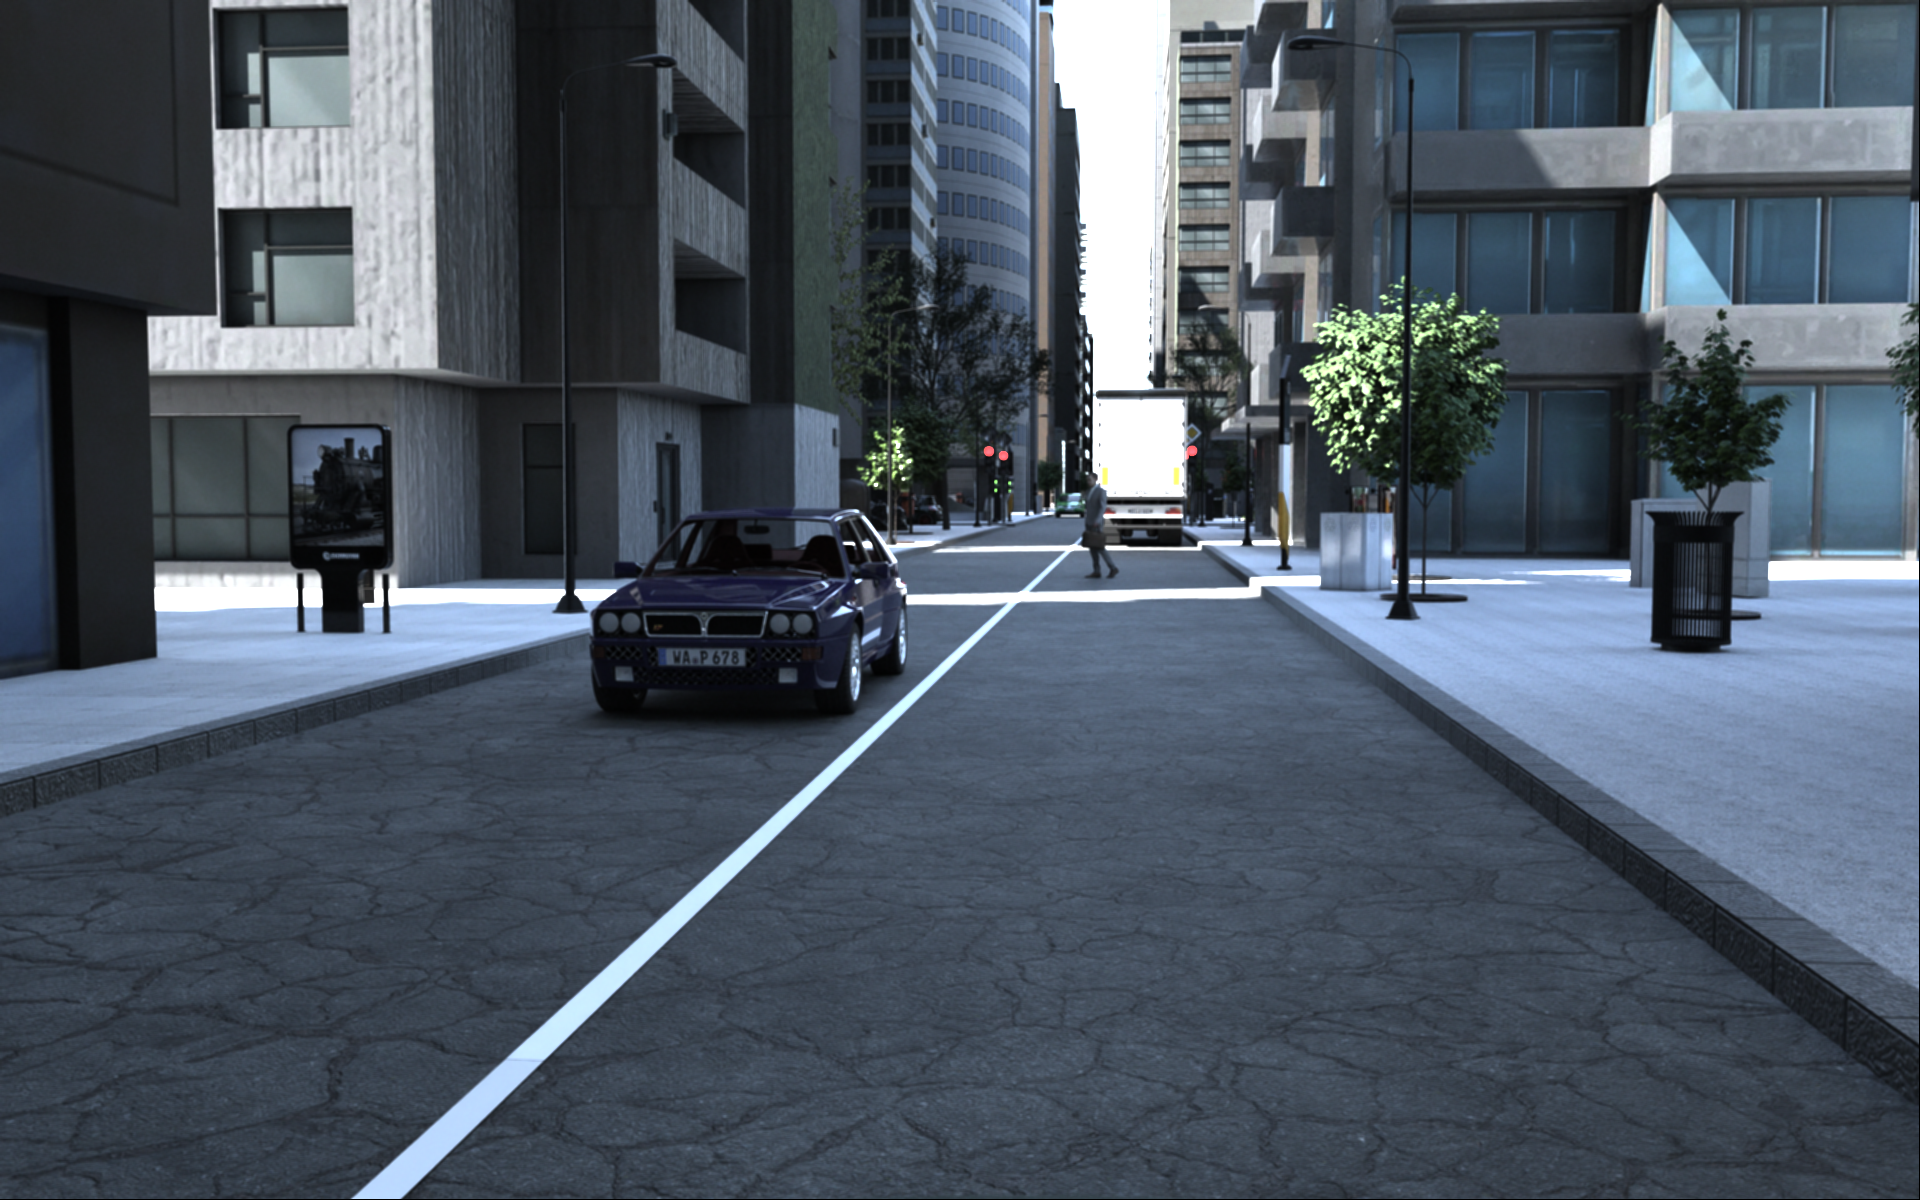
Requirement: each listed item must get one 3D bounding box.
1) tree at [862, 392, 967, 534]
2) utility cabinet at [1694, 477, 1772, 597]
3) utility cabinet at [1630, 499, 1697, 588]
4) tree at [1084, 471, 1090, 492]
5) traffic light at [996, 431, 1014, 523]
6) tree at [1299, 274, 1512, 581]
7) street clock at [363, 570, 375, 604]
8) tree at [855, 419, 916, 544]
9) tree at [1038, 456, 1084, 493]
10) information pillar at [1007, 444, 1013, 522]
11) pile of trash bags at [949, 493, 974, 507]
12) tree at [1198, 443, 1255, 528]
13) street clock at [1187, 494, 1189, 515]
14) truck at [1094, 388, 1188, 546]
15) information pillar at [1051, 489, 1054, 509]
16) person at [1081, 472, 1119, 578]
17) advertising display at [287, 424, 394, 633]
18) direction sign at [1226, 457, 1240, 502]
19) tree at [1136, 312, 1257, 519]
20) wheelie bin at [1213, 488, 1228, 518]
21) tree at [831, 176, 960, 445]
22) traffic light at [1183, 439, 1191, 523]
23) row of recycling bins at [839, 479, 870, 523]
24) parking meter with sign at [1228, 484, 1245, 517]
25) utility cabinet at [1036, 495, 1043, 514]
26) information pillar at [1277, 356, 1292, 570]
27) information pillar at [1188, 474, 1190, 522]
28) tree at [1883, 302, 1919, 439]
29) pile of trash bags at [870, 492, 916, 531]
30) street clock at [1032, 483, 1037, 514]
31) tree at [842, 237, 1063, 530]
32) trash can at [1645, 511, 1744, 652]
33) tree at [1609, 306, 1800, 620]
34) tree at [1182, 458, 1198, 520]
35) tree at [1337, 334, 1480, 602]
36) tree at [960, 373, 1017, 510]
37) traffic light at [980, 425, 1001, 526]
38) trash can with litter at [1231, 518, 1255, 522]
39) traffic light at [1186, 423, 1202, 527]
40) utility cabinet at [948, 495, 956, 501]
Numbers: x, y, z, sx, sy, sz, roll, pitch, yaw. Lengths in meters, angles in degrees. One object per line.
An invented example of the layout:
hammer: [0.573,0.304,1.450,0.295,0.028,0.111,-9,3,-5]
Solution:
tree: [-1.494,-4.396,55.583,4.285,4.588,4.351,0,3,0]
utility cabinet: [9.734,-0.803,21.809,0.318,1.500,1.173,0,4,-7]
utility cabinet: [9.766,-0.776,23.843,1.020,1.237,0.306,-1,4,-9]
tree: [15.487,-14.699,224.040,4.285,4.588,4.351,0,3,0]
traffic light: [1.974,-5.390,77.048,0.839,4.253,0.868,0,4,6]
tree: [6.739,-2.591,26.070,4.285,4.588,4.351,0,3,0]
street clock: [-6.948,-0.956,20.208,0.471,2.002,0.358,-1,4,-13]
tree: [-1.617,-3.067,44.749,1.663,3.219,1.824,0,3,0]
tree: [7.336,-9.944,146.295,4.285,4.588,4.351,0,3,0]
information pillar: [2.317,-5.409,79.787,0.183,3.616,0.504,-1,4,-18]
pile of trash bags: [-0.064,-6.083,109.207,1.912,1.369,3.447,0,4,-2]
tree: [10.207,-4.295,64.828,1.663,3.219,1.824,0,3,0]
street clock: [13.831,-6.122,104.662,0.471,2.002,0.358,2,4,34]
truck: [5.366,-3.835,51.616,2.839,4.237,11.283,0,4,6]
information pillar: [8.132,-9.032,152.170,0.304,2.012,0.304,0,4,-5]
person: [2.307,-1.284,29.612,0.853,1.813,0.709,-2,4,-33]
advertising display: [-5.719,-0.660,16.005,0.974,1.923,0.123,1,4,9]
direction sign: [16.527,-6.909,104.958,0.876,3.537,0.379,-1,4,-13]
tree: [12.322,-9.508,89.867,8.767,10.594,7.601,0,4,6]
wheelie bin: [13.800,-5.153,92.157,0.980,1.594,0.693,2,4,32]
tree: [-3.223,-5.413,38.869,4.737,8.622,4.395,0,3,0]
traffic light: [9.899,-5.344,76.292,0.839,4.253,0.868,0,4,6]
row of recycling bins: [-3.066,-2.544,48.706,1.069,1.692,3.534,0,3,0]
parking meter with sign: [15.676,-6.078,95.637,1.738,3.016,0.543,2,4,31]
utility cabinet: [5.115,-6.151,111.733,0.306,1.237,1.020,1,4,13]
information pillar: [5.468,-2.313,29.180,0.183,3.616,0.504,1,4,23]
information pillar: [10.772,-5.461,80.640,0.183,3.616,0.504,-1,4,-16]
tree: [13.692,-2.351,22.159,4.285,4.588,4.351,0,3,0]
pile of trash bags: [-2.614,-3.139,61.082,1.912,1.369,3.447,2,4,31]
street clock: [4.729,-6.405,109.288,0.358,2.002,0.471,0,4,4]
tree: [-0.407,-7.811,62.129,8.767,10.594,7.601,1,4,9]
trash can: [6.010,-0.157,14.215,0.748,1.137,0.748,0,3,0]
tree: [7.830,-1.423,17.876,1.663,3.219,1.824,0,3,0]
tree: [11.704,-5.503,84.575,1.663,3.219,1.824,0,3,0]
tree: [5.688,-1.617,21.046,1.663,3.219,1.824,0,3,0]
tree: [1.094,-9.383,103.768,4.737,8.622,4.395,0,3,0]
traffic light: [1.197,-4.904,69.101,0.839,4.253,0.868,0,4,6]
trash can with litter: [13.732,-4.279,81.024,2.233,1.210,1.678,2,4,26]
traffic light: [9.122,-4.858,68.345,0.839,4.253,0.868,0,4,6]
utility cabinet: [-0.729,-6.184,112.269,1.020,1.237,0.306,-1,4,-12]
